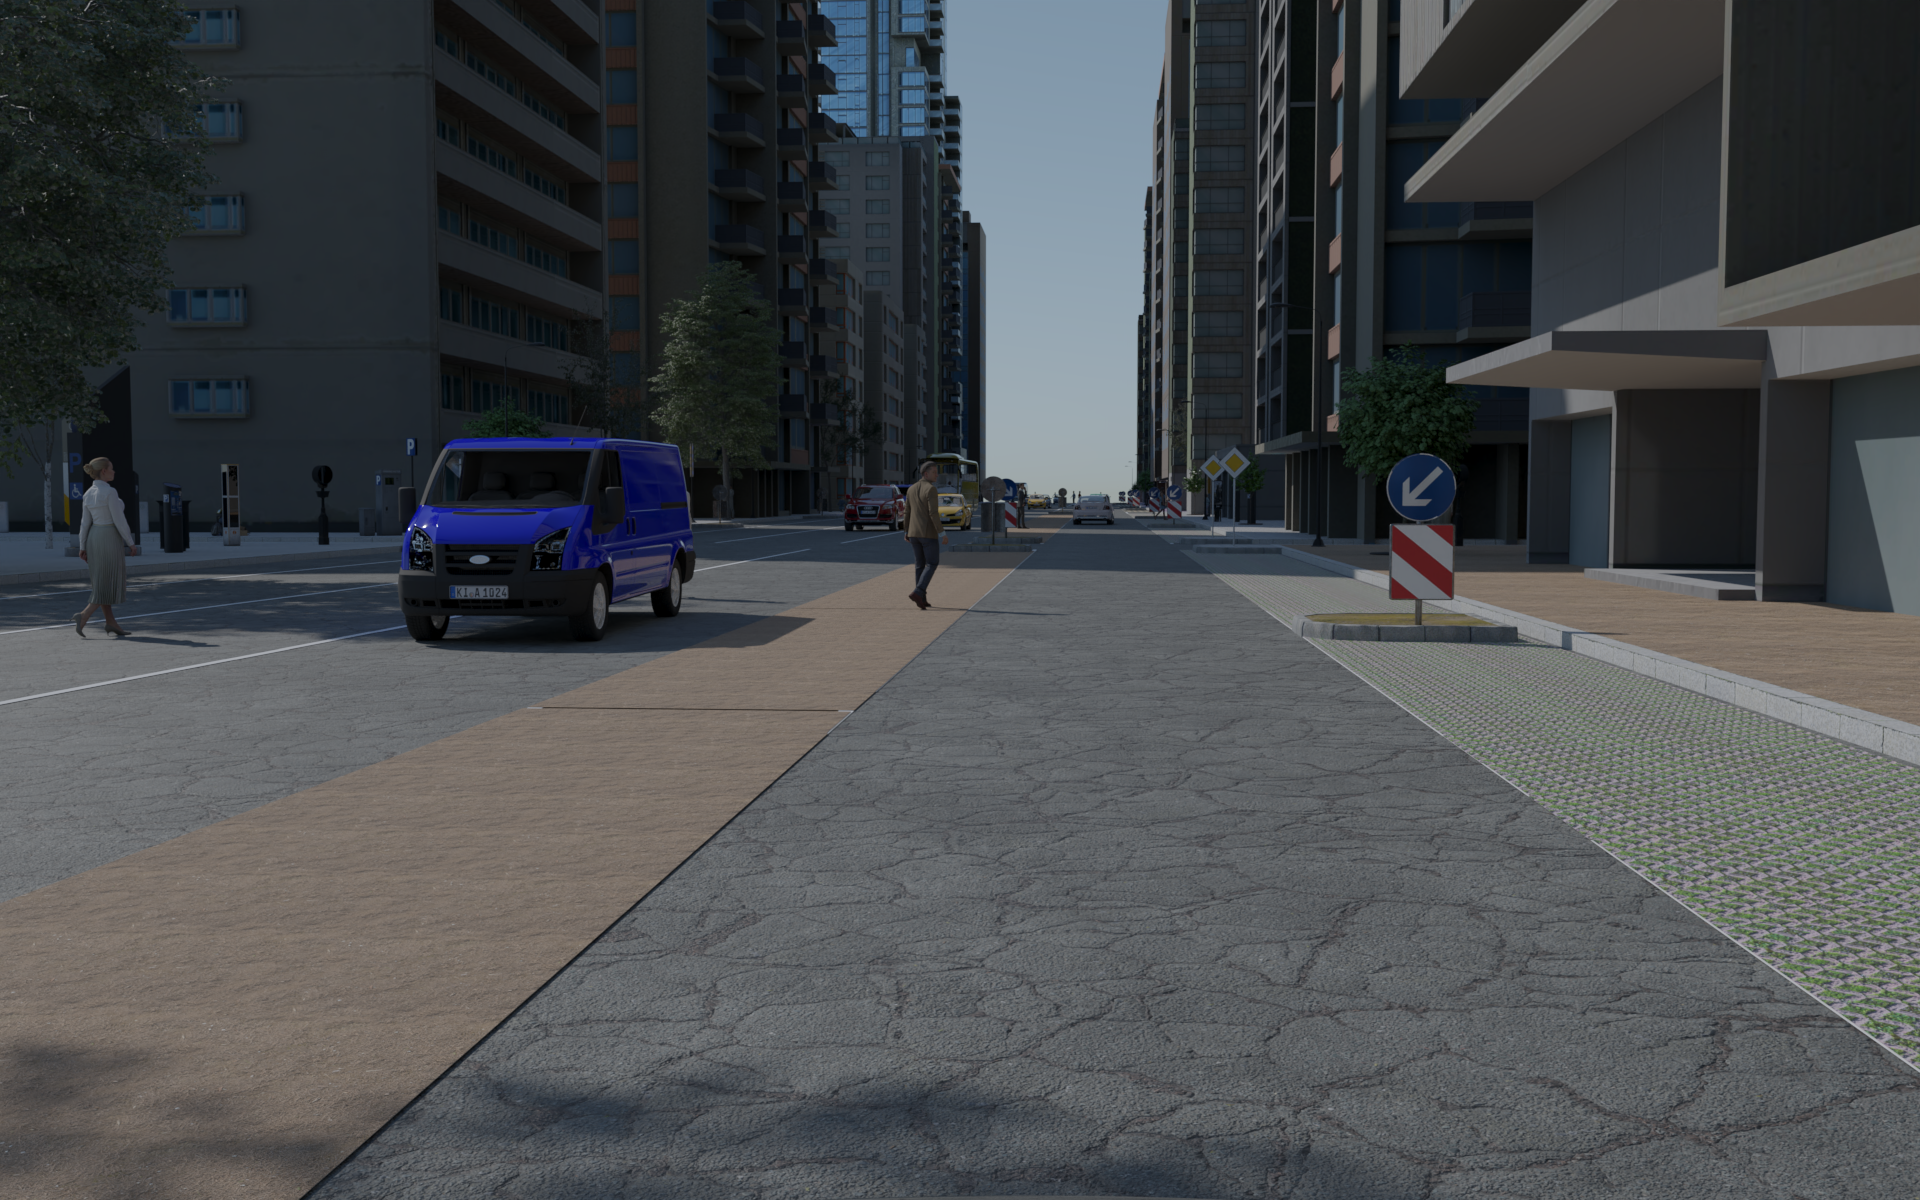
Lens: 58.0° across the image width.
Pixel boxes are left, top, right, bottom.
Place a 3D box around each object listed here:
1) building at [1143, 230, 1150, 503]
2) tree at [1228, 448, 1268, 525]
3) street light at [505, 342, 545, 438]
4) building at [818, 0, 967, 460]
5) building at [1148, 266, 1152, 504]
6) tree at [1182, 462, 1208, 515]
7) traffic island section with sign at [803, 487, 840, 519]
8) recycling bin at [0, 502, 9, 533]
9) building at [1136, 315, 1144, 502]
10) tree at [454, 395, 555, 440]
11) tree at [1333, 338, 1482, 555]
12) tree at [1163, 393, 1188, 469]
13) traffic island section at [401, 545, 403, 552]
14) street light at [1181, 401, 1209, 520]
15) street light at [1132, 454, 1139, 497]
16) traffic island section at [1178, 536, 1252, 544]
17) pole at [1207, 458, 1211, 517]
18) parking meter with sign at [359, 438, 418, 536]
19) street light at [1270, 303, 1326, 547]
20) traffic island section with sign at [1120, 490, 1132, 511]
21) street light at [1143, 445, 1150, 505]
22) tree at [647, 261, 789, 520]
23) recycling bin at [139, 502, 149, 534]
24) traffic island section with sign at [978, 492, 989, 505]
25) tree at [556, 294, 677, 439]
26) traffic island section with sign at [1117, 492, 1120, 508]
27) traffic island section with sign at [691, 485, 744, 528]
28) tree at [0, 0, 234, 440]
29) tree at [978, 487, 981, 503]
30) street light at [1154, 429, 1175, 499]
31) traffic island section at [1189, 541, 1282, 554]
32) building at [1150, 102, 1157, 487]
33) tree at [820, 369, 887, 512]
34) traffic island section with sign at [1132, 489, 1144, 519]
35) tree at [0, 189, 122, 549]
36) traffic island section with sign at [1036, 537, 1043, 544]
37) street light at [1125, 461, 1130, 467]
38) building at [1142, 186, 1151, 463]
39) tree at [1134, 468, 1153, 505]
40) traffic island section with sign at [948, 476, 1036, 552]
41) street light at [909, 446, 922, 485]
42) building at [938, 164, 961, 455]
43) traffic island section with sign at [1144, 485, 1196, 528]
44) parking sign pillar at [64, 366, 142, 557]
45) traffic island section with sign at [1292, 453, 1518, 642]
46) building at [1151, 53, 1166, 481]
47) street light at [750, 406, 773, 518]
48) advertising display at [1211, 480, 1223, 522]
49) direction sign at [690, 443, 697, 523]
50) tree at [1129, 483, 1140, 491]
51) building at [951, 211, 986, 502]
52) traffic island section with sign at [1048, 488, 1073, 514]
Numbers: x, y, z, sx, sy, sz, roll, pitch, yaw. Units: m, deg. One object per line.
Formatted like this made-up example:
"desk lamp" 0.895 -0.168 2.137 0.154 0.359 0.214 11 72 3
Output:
"building" 34.799 -35.399 262.374 14.154 41.232 14.086 0 4 5
"tree" 12.056 -4.771 72.605 1.663 3.219 1.824 0 3 0
"street light" -13.401 -4.935 53.233 1.470 5.913 1.316 0 4 5
"building" -9.777 -57.561 253.792 22.319 86.520 31.000 0 4 5
"building" 30.888 -27.366 219.135 14.160 30.474 14.107 0 4 5
"tree" 14.255 -6.779 105.440 1.663 3.219 1.824 0 3 0
"traffic island section with sign" -8.128 -5.709 101.968 1.989 1.847 2.006 0 4 5
"recycling bin" -31.905 -2.738 57.315 0.722 1.027 0.722 -2 4 -27
"building" 35.287 -30.892 276.779 14.160 30.474 14.107 0 4 5
"tree" -15.033 -4.505 57.376 4.285 4.588 4.351 0 3 0
"tree" 9.378 -3.234 36.585 4.285 4.588 4.351 0 3 0
"tree" 17.124 -10.828 127.402 4.360 8.622 3.978 0 3 0
"traffic island section" -12.780 -1.347 44.309 2.009 0.180 2.903 0 4 5
"street light" 11.672 -6.946 86.104 1.470 5.913 1.316 0 4 5
"street light" 21.058 -14.014 201.676 1.470 5.913 1.316 0 4 5
"traffic island section" 7.440 -1.738 50.690 2.009 0.180 2.903 0 4 5
"pole" 14.193 -6.410 98.651 0.158 3.312 0.155 0 3 0
"parking meter with sign" -17.610 -3.489 53.306 0.543 3.016 1.738 3 5 44
"street light" 8.217 -4.259 42.178 1.470 5.913 1.316 0 4 5
"traffic island section with sign" 15.109 -8.633 149.782 1.989 1.847 2.006 0 4 5
"street light" 17.968 -11.665 163.261 1.470 5.913 1.316 0 4 5
"tree" -11.748 -10.178 84.544 7.486 12.596 7.792 0 3 0
"recycling bin" -26.927 -2.690 56.529 0.722 1.027 0.722 -2 4 -32
"traffic island section with sign" 2.512 -13.782 233.967 1.989 1.847 2.006 0 4 5
"tree" -12.980 -6.983 64.542 4.360 8.622 3.978 0 3 0
"traffic island section with sign" 17.333 -10.317 177.317 1.989 1.847 2.006 0 4 5
"traffic island section with sign" -10.357 -4.018 74.330 1.989 1.847 2.006 0 4 5
"tree" -16.432 -7.413 27.858 9.857 13.997 8.962 0 3 0
"tree" 2.444 -16.010 256.370 1.663 3.219 1.824 0 3 0
"street light" 14.787 -9.269 124.086 1.470 5.913 1.316 0 4 5
"traffic island section" 6.797 -1.251 42.731 2.009 0.180 2.903 0 4 5
"building" 28.454 -33.176 192.537 14.600 45.320 14.200 0 4 5
"tree" -9.179 -11.574 123.644 8.767 10.594 7.601 1 4 10
"traffic island section with sign" 11.137 -5.614 100.410 1.989 1.847 2.006 0 4 5
"tree" -21.569 -5.503 40.338 4.737 8.622 4.395 0 3 0
"traffic island section with sign" 1.395 -2.612 50.836 2.006 1.907 1.989 0 4 5
"street light" 24.653 -16.760 246.568 1.470 5.913 1.316 0 4 5
"building" 36.588 -35.841 240.616 22.147 44.769 28.867 0 4 5
"tree" 22.594 -13.775 208.941 4.285 4.588 4.351 0 3 0
"traffic island section with sign" 0.790 -2.160 43.453 2.006 1.907 1.989 0 4 5
"street light" -4.330 -11.862 166.487 1.470 5.913 1.316 0 4 5
"building" -11.441 -34.899 225.226 22.147 44.769 28.867 0 4 5
"traffic island section with sign" 8.959 -3.970 73.542 1.989 1.847 2.006 0 4 5
"parking sign pillar" -17.793 -2.898 35.855 1.447 3.967 1.447 1 4 20
"traffic island section with sign" 4.442 -0.550 17.627 1.989 1.847 2.006 0 4 5
"building" 30.604 -31.559 170.613 22.147 44.769 28.867 0 4 5
"street light" -10.392 -7.259 91.223 1.470 5.913 1.316 0 4 5
"advertising display" 11.867 -4.573 79.975 0.123 1.923 0.974 2 4 32
"direction sign" -11.999 -5.235 77.582 0.379 3.537 0.876 -1 4 -19
"tree" 26.831 -16.681 267.330 1.663 3.219 1.824 0 3 0
"building" -3.184 -38.351 277.151 14.600 45.320 14.200 0 4 5
"traffic island section with sign" 7.429 -7.192 125.733 2.006 1.907 1.989 0 4 5
